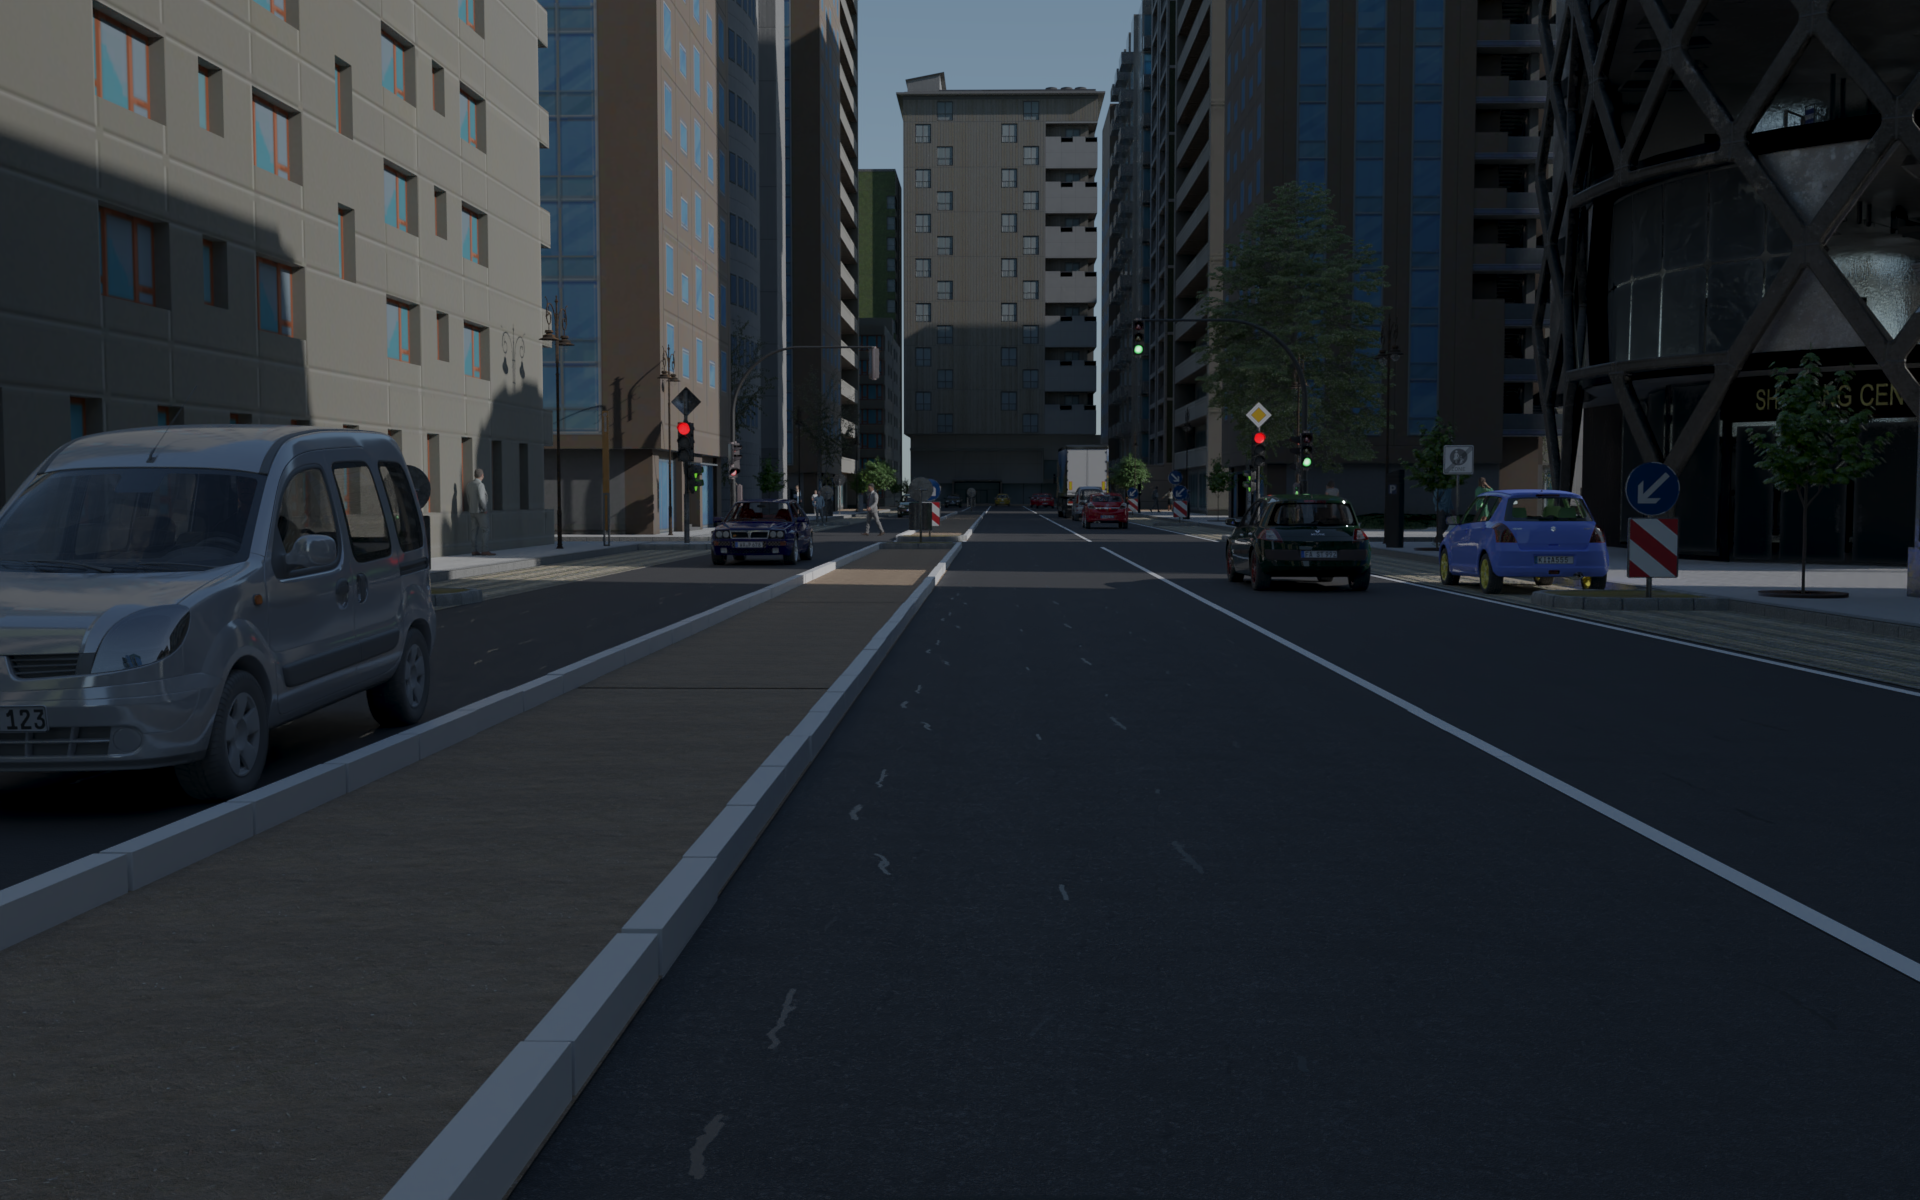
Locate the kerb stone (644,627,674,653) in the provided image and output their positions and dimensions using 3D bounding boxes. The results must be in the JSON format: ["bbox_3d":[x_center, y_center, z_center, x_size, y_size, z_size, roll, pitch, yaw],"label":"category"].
[{"bbox_3d":[-2.804,0.384,15.920,0.120,0.150,1.000,0,4,1],"label":"kerb stone"}]

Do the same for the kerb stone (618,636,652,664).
[{"bbox_3d":[-2.829,0.447,14.895,0.120,0.150,1.000,0,4,1],"label":"kerb stone"}]

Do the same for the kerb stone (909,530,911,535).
[{"bbox_3d":[-1.828,-2.218,58.494,0.120,0.150,1.000,0,4,1],"label":"kerb stone"}]

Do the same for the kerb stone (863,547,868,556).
[{"bbox_3d":[-2.261,-1.060,39.522,0.120,0.150,1.000,0,4,1],"label":"kerb stone"}]

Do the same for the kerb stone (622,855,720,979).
[{"bbox_3d":[-0.928,1.014,5.613,0.120,0.150,1.000,0,4,1],"label":"kerb stone"}]

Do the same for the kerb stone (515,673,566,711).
[{"bbox_3d":[-2.896,0.641,11.827,0.120,0.150,1.000,0,4,1],"label":"kerb stone"}]

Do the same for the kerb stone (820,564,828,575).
[{"bbox_3d":[-2.471,-0.495,30.292,0.120,0.150,1.000,0,4,1],"label":"kerb stone"}]

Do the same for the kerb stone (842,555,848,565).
[{"bbox_3d":[-2.383,-0.746,34.392,0.120,0.150,1.000,0,4,1],"label":"kerb stone"}]

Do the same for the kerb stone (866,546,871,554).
[{"bbox_3d":[-2.234,-1.122,40.543,0.120,0.150,1.000,0,4,1],"label":"kerb stone"}]

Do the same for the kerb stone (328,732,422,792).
[{"bbox_3d":[-2.960,0.822,8.750,0.120,0.150,1.000,0,4,1],"label":"kerb stone"}]

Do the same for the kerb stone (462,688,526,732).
[{"bbox_3d":[-2.922,0.697,10.799,0.120,0.150,1.000,0,4,1],"label":"kerb stone"}]

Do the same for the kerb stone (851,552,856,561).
[{"bbox_3d":[-2.344,-0.871,36.435,0.120,0.150,1.000,0,4,1],"label":"kerb stone"}]

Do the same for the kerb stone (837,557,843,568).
[{"bbox_3d":[-2.407,-0.679,33.370,0.120,0.150,1.000,0,4,1],"label":"kerb stone"}]

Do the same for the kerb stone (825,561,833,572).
[{"bbox_3d":[-2.448,-0.558,31.320,0.120,0.150,1.000,0,4,1],"label":"kerb stone"}]

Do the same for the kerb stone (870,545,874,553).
[{"bbox_3d":[-2.216,-1.185,41.565,0.120,0.150,1.000,0,4,1],"label":"kerb stone"}]

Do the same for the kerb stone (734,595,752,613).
[{"bbox_3d":[-2.689,0.071,21.036,0.120,0.150,1.000,0,4,1],"label":"kerb stone"}]

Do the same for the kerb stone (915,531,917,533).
[{"bbox_3d":[-1.741,-2.468,62.596,0.120,0.150,1.000,0,4,1],"label":"kerb stone"}]

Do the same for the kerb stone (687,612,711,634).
[{"bbox_3d":[-2.753,0.258,17.970,0.120,0.150,1.000,0,4,1],"label":"kerb stone"}]

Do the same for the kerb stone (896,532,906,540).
[{"bbox_3d":[-1.900,-2.032,55.415,0.120,0.150,1.000,0,4,1],"label":"kerb stone"}]

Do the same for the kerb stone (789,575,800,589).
[{"bbox_3d":[-2.572,-0.244,26.179,0.120,0.150,1.000,0,4,1],"label":"kerb stone"}]

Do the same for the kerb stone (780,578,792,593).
[{"bbox_3d":[-2.589,-0.179,25.138,0.120,0.150,1.000,0,4,1],"label":"kerb stone"}]

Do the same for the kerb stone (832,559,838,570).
[{"bbox_3d":[-2.431,-0.616,32.349,0.120,0.150,1.000,0,4,1],"label":"kerb stone"}]

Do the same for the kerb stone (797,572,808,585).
[{"bbox_3d":[-2.547,-0.306,27.211,0.120,0.150,1.000,0,4,1],"label":"kerb stone"}]

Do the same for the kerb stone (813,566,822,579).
[{"bbox_3d":[-2.488,-0.433,29.269,0.120,0.150,1.000,0,4,1],"label":"kerb stone"}]

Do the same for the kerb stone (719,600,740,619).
[{"bbox_3d":[-2.709,0.133,20.014,0.120,0.150,1.000,0,4,1],"label":"kerb stone"}]

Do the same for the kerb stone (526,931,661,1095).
[{"bbox_3d":[-0.958,1.085,4.592,0.120,0.150,1.000,0,4,1],"label":"kerb stone"}]

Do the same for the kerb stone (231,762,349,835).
[{"bbox_3d":[-2.988,0.885,7.728,0.120,0.150,1.000,0,4,1],"label":"kerb stone"}]

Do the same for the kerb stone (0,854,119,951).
[{"bbox_3d":[-3.041,1.010,5.681,0.120,0.150,1.000,0,4,1],"label":"kerb stone"}]

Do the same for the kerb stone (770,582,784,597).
[{"bbox_3d":[-2.610,-0.117,24.116,0.120,0.150,1.000,0,4,1],"label":"kerb stone"}]

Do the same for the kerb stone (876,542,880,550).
[{"bbox_3d":[-2.168,-1.310,43.608,0.120,0.150,1.000,0,4,1],"label":"kerb stone"}]

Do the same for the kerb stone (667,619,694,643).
[{"bbox_3d":[-2.776,0.323,16.946,0.120,0.150,1.000,0,4,1],"label":"kerb stone"}]

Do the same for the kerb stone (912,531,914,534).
[{"bbox_3d":[-1.783,-2.346,60.549,0.120,0.150,1.000,0,4,1],"label":"kerb stone"}]

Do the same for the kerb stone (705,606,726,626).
[{"bbox_3d":[-2.728,0.198,18.992,0.120,0.150,1.000,0,4,1],"label":"kerb stone"}]

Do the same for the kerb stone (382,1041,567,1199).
[{"bbox_3d":[-0.983,1.142,3.570,0.120,0.150,1.000,0,4,1],"label":"kerb stone"}]

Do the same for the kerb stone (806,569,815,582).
[{"bbox_3d":[-2.518,-0.366,28.236,0.120,0.150,1.000,0,4,1],"label":"kerb stone"}]

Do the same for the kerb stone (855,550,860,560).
[{"bbox_3d":[-2.312,-0.934,37.461,0.120,0.150,1.000,0,4,1],"label":"kerb stone"}]

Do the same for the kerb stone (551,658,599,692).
[{"bbox_3d":[-2.873,0.572,12.851,0.120,0.150,1.000,0,4,1],"label":"kerb stone"}]

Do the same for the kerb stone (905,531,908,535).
[{"bbox_3d":[-1.874,-2.095,56.445,0.120,0.150,1.000,0,4,1],"label":"kerb stone"}]

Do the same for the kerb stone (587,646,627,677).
[{"bbox_3d":[-2.857,0.509,13.873,0.120,0.150,1.000,0,4,1],"label":"kerb stone"}]

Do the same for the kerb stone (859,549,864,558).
[{"bbox_3d":[-2.292,-0.996,38.483,0.120,0.150,1.000,0,4,1],"label":"kerb stone"}]

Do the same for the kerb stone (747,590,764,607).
[{"bbox_3d":[-2.664,0.008,22.064,0.120,0.150,1.000,0,4,1],"label":"kerb stone"}]

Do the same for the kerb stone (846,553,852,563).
[{"bbox_3d":[-2.361,-0.808,35.414,0.120,0.150,1.000,0,4,1],"label":"kerb stone"}]

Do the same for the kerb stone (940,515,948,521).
[{"bbox_3d":[-0.919,-4.666,98.482,0.120,0.150,1.000,0,4,1],"label":"kerb stone"}]

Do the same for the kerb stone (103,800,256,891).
[{"bbox_3d":[-3.012,0.947,6.707,0.120,0.150,1.000,0,4,1],"label":"kerb stone"}]

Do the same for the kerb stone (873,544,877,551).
[{"bbox_3d":[-2.193,-1.247,42.587,0.120,0.150,1.000,0,4,1],"label":"kerb stone"}]

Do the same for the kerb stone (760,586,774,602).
[{"bbox_3d":[-2.640,-0.050,23.095,0.120,0.150,1.000,0,4,1],"label":"kerb stone"}]

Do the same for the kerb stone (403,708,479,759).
[{"bbox_3d":[-2.937,0.760,9.771,0.120,0.150,1.000,0,4,1],"label":"kerb stone"}]
